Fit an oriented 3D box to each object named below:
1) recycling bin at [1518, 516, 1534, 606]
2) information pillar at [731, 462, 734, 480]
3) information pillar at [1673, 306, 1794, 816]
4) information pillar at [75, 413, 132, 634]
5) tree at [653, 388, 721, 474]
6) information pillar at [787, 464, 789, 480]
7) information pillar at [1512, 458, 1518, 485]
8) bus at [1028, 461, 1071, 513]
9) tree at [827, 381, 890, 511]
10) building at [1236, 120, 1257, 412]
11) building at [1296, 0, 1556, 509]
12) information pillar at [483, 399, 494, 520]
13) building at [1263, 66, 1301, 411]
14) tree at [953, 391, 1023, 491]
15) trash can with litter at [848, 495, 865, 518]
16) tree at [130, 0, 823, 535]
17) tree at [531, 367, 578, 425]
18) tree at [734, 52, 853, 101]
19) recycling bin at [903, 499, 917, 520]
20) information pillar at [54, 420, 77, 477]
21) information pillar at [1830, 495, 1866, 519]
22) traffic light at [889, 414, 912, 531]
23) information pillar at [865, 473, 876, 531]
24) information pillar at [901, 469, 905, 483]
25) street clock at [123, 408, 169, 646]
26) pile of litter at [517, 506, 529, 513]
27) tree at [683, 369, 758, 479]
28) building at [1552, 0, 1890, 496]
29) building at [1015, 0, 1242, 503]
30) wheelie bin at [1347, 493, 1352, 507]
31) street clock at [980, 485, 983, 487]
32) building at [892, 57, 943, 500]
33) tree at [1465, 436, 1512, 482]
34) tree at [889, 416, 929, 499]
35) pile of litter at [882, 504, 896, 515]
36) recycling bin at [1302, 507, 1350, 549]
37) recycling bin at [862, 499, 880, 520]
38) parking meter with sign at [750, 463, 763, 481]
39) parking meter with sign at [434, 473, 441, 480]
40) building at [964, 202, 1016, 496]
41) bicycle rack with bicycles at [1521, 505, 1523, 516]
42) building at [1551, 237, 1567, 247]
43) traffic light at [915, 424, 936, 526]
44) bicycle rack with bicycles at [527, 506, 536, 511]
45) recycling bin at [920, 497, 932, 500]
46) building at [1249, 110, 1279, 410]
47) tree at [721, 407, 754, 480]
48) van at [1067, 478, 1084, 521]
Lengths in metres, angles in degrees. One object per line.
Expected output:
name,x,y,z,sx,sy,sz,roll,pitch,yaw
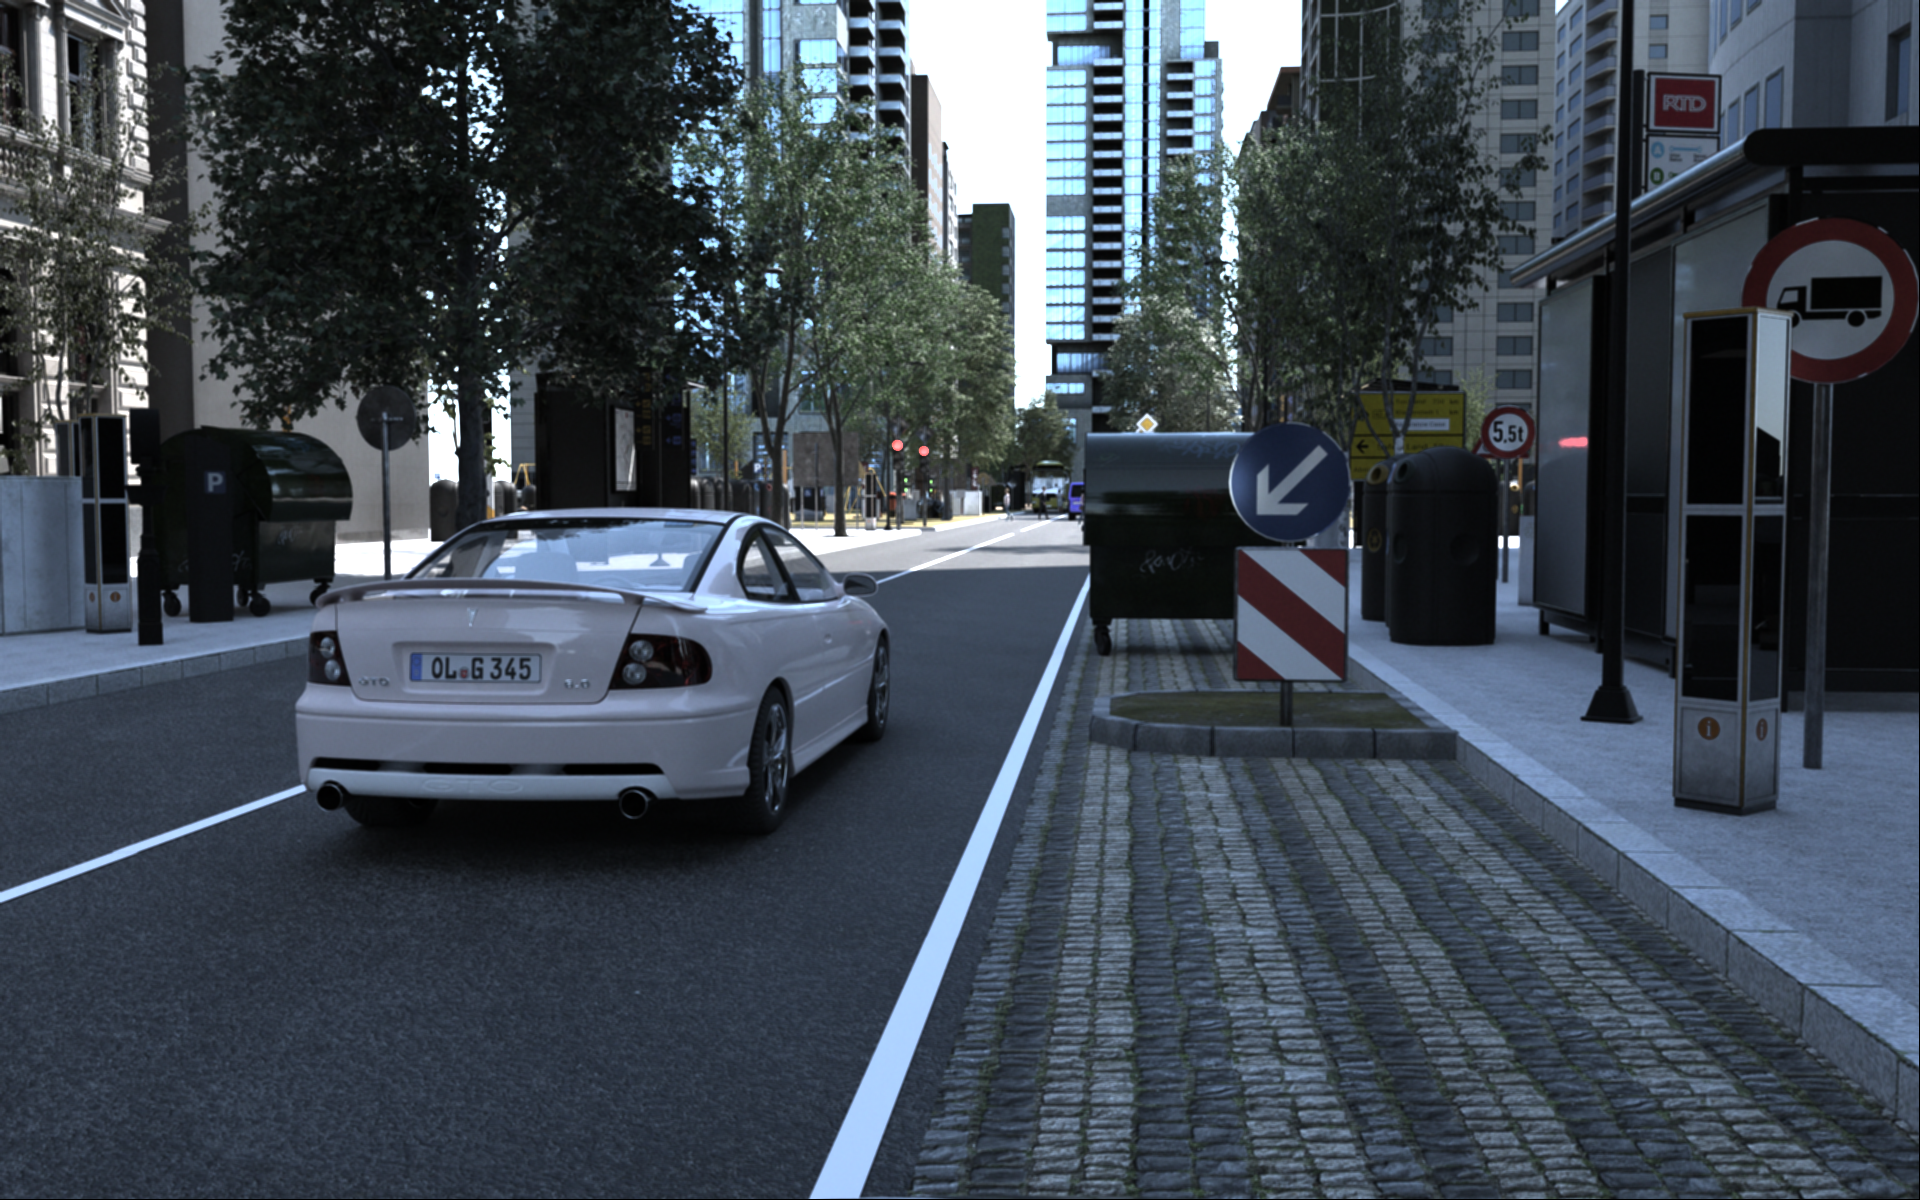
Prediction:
recycling bin,6.918,-0.448,19.877,0.722,1.027,0.722,-2,4,-33
information pillar,-16.680,-8.299,127.048,0.183,3.616,0.504,0,4,5
information pillar,3.132,-0.155,7.029,0.304,2.012,0.304,-3,4,-38
information pillar,-7.883,-0.703,15.980,0.304,2.012,0.304,3,4,38
tree,-17.202,-9.582,107.033,4.360,8.622,3.978,0,3,0
information pillar,-13.218,-8.669,133.099,0.183,3.616,0.504,0,4,6
information pillar,33.272,-6.863,103.559,0.504,3.616,0.183,0,4,-3
bus,6.986,-8.613,132.365,2.896,3.916,12.252,0,4,6
tree,-6.274,-9.836,111.186,4.360,8.622,3.978,0,3,0
building,53.452,-40.247,247.277,27.495,52.752,28.713,0,4,5
building,38.642,-43.554,150.360,20.563,71.187,20.611,0,4,5
information pillar,-11.358,-3.055,41.306,0.504,3.616,0.183,0,4,-2
building,42.452,-31.865,175.610,22.147,44.769,28.867,0,4,5
tree,1.453,-9.960,113.216,4.737,8.622,4.395,0,3,0
trash can with litter,-5.181,-4.965,92.240,1.678,1.210,2.233,-1,4,-18
tree,-7.141,-6.614,25.145,9.611,12.733,9.660,0,3,0
tree,-21.042,-8.837,94.842,4.360,8.622,3.978,0,3,0
tree,-4.600,-7.122,42.198,9.928,11.665,9.643,0,3,0
recycling bin,-2.524,-4.409,84.638,0.722,1.027,0.722,-1,4,-10
information pillar,-8.835,-0.789,17.393,0.304,2.012,0.304,2,4,35
information pillar,8.656,-0.758,16.892,0.304,2.012,0.304,2,4,31
traffic light,-2.131,-4.391,60.712,0.839,4.253,0.868,0,4,5
information pillar,-3.114,-3.420,60.401,0.304,2.012,0.304,2,4,23
information pillar,-4.494,-8.856,136.157,0.183,3.616,0.504,-3,5,-44
street clock,-6.908,-0.621,14.724,0.358,2.002,0.471,-2,4,-26
pile of litter,-15.437,-2.904,61.437,1.719,0.858,1.176,-1,4,-13
tree,-12.754,-8.672,92.145,4.737,8.622,4.395,0,3,0
building,81.593,-39.629,189.933,28.212,58.520,21.231,0,4,5
building,24.059,-57.090,246.096,31.000,86.520,22.319,0,4,5
wheelie bin,12.833,-3.102,58.619,0.980,1.594,0.693,-2,4,-33
street clock,1.767,-8.131,137.518,0.358,2.002,0.471,-1,4,-8
building,-9.409,-32.566,182.561,14.600,45.320,14.200,0,4,5
tree,16.522,-3.719,55.415,1.663,3.219,1.824,0,3,0
tree,-3.959,-11.622,140.388,4.737,8.622,4.395,0,3,0
pile of litter,-4.343,-5.733,107.701,1.719,0.858,1.176,1,4,15
recycling bin,7.026,-1.269,33.294,0.722,1.027,0.722,-1,4,-9
recycling bin,-4.497,-4.577,87.385,0.722,1.027,0.722,-1,4,-22
parking meter with sign,-11.683,-6.137,96.600,0.543,3.016,1.738,2,4,25
parking meter with sign,-42.300,-8.764,139.552,0.543,3.016,1.738,0,4,-3
building,0.615,-34.361,245.396,14.086,41.232,14.154,0,4,5
bicycle rack with bicycles,18.377,-2.774,58.736,2.852,0.926,2.925,3,5,39
building,60.383,-25.994,196.711,14.107,30.474,14.160,0,4,5
traffic light,-1.378,-4.877,68.661,0.839,4.253,0.868,0,4,5
bicycle rack with bicycles,-13.551,-2.465,53.689,2.852,0.926,2.925,0,4,-3
recycling bin,-2.557,-7.244,130.998,0.722,1.027,0.722,1,4,17
building,40.523,-33.490,197.669,14.600,45.320,14.200,0,4,5
tree,-18.333,-11.517,138.670,4.360,8.622,3.978,0,3,0
van,6.989,-5.570,95.448,2.240,2.365,5.245,0,4,6
